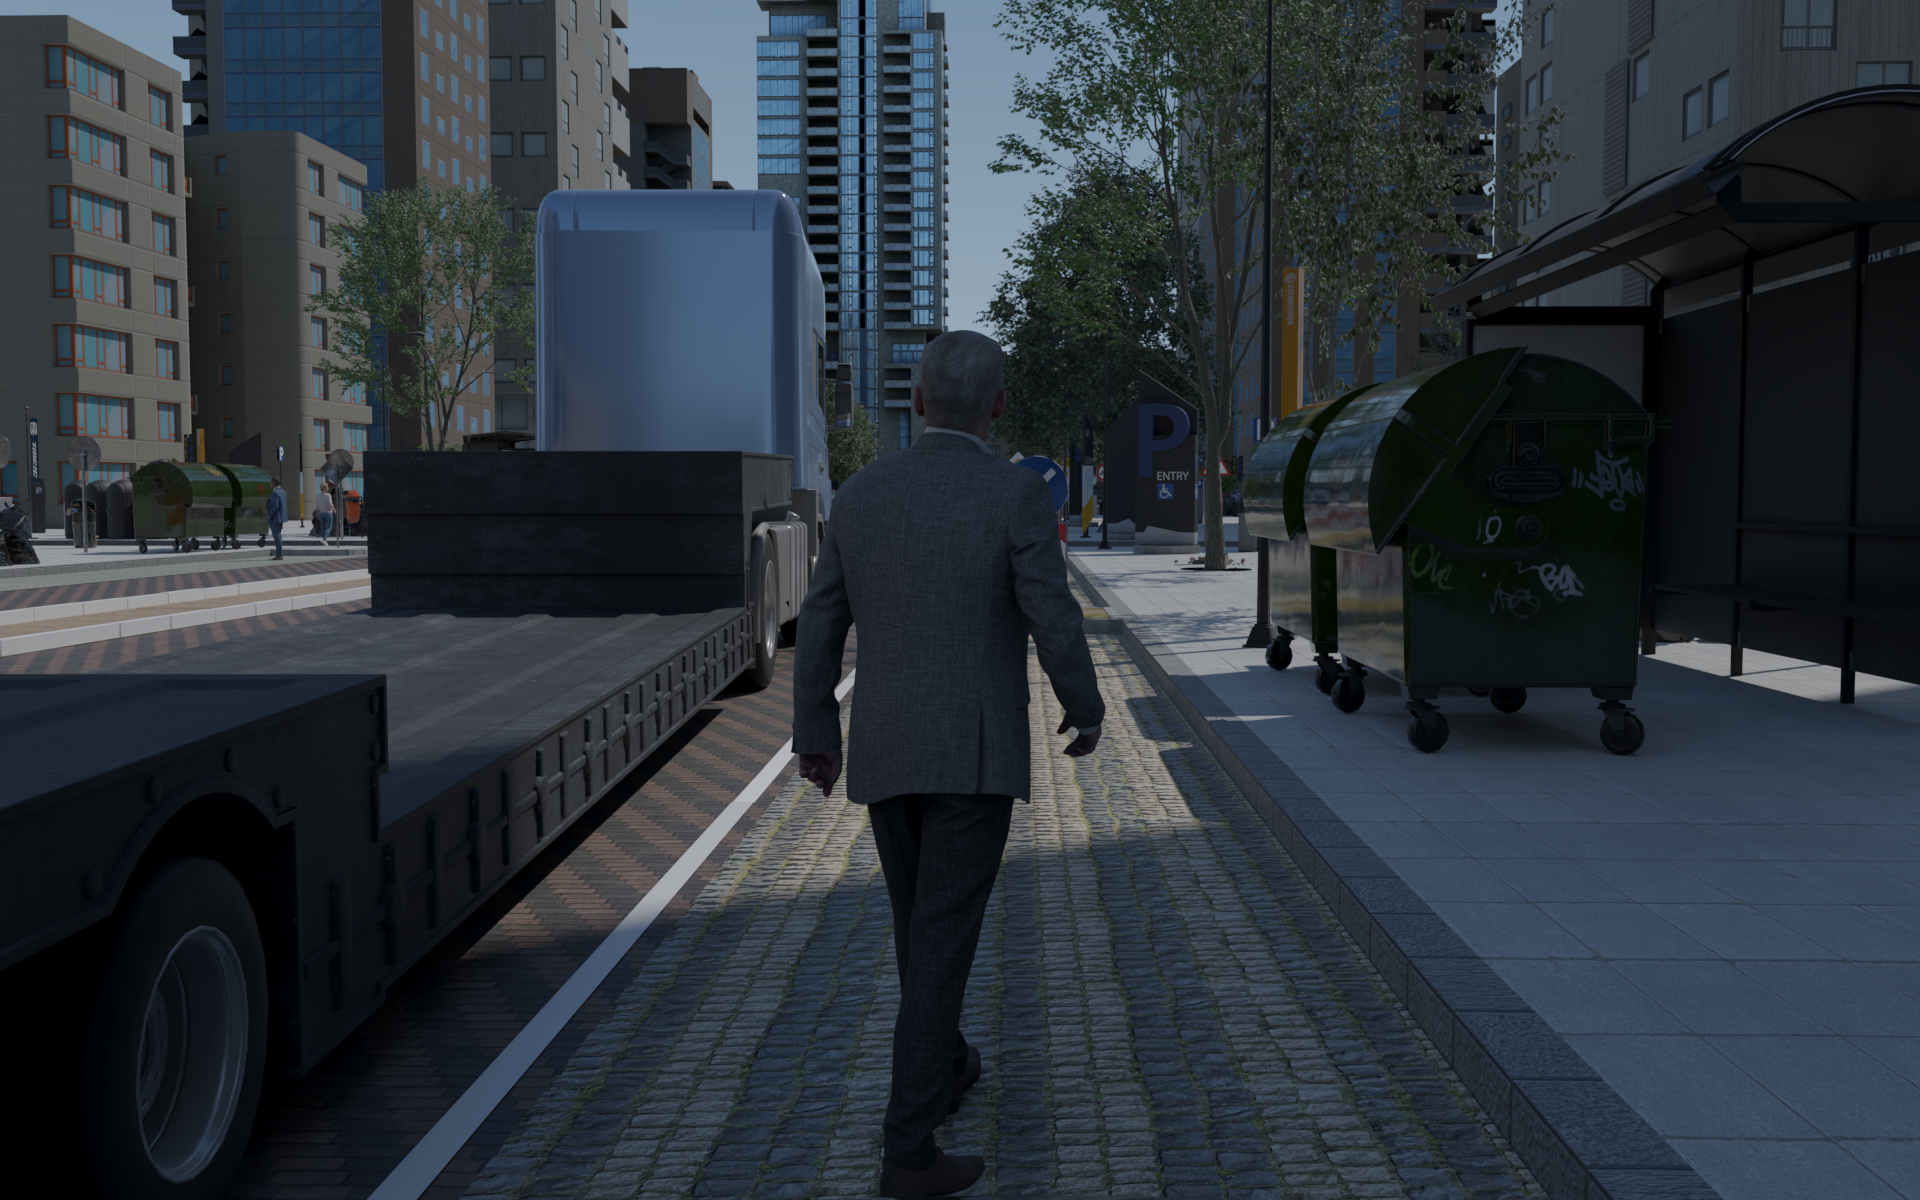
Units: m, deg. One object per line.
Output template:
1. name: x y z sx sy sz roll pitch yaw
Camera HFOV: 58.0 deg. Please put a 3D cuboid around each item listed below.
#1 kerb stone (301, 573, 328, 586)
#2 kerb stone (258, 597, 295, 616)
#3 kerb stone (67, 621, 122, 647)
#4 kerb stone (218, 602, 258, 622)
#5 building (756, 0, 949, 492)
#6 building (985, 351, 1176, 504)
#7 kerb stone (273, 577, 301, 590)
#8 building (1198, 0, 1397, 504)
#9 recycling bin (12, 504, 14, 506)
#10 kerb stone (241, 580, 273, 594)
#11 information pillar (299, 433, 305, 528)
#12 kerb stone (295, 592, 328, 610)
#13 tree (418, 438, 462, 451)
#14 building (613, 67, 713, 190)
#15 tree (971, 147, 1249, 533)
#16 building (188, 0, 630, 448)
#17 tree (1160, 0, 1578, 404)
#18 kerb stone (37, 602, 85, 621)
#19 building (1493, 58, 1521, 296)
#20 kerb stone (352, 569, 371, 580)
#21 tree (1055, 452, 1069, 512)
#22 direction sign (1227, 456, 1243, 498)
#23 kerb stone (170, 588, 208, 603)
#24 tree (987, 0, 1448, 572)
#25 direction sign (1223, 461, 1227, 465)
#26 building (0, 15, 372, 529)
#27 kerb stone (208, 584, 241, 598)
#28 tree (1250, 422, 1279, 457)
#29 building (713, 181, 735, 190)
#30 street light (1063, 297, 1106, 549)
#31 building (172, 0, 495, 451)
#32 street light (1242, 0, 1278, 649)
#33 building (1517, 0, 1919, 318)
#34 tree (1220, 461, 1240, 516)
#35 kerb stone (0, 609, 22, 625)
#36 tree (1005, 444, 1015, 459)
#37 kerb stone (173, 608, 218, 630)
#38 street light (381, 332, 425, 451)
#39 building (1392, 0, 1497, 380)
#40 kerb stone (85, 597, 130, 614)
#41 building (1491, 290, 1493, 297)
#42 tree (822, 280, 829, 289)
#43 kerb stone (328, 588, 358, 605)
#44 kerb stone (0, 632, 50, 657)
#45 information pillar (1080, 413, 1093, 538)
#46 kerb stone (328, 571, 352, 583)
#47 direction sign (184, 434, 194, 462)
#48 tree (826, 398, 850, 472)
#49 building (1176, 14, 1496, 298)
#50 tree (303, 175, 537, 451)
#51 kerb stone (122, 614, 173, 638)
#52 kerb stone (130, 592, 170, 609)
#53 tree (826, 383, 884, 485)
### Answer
1. kerb stone: -10.191 -0.299 27.092 0.120 0.150 1.000 0 4 2
2. kerb stone: -8.290 0.085 20.802 0.120 0.150 1.000 0 4 2
3. kerb stone: -8.427 0.337 16.707 0.120 0.150 1.000 0 4 2
4. kerb stone: -8.324 0.153 19.776 0.120 0.150 1.000 0 4 2
5. building: -14.538 -56.176 231.142 31.000 86.520 22.319 0 4 2
6. building: 16.033 -23.836 234.751 28.899 21.520 27.650 0 4 2
7. kerb stone: -10.224 -0.236 26.062 0.120 0.150 1.000 0 4 2
8. building: 28.349 -30.563 149.819 14.600 45.320 14.200 0 4 2
9. recycling bin: -23.389 -1.800 41.991 0.722 1.027 0.722 -1 4 -17
10. kerb stone: -10.249 -0.173 25.035 0.120 0.150 1.000 0 4 2
11. information pillar: -25.115 -4.567 66.031 0.183 3.616 0.504 -1 4 -23
12. kerb stone: -8.258 0.022 21.832 0.120 0.150 1.000 0 4 2
13. tree: -28.934 -6.910 96.693 4.285 4.588 4.351 0 3 0
14. building: -33.835 -32.394 179.749 14.200 45.320 14.600 0 4 2
15. tree: 4.936 -8.591 57.475 9.611 12.733 9.660 0 3 0
16. building: -41.969 -33.570 138.107 28.713 52.752 27.495 0 4 2
17. tree: 4.198 -4.173 18.587 4.360 8.622 3.978 0 3 0
18. kerb stone: -10.416 0.139 19.917 0.120 0.150 1.000 0 4 2
19. building: 66.700 -33.578 172.698 21.600 48.544 21.300 0 4 2
20. kerb stone: -10.126 -0.424 29.134 0.120 0.150 1.000 0 4 2
21. tree: 5.656 -8.725 93.016 4.737 8.622 4.395 0 3 0
22. direction sign: 16.342 -6.731 102.051 0.379 3.537 0.876 -3 4 -37
23. kerb stone: -10.317 -0.048 22.992 0.120 0.150 1.000 0 4 2
24. tree: 4.290 -6.304 28.829 9.928 11.665 9.643 0 3 0
25. direction sign: 18.287 -7.678 117.537 0.876 3.537 0.379 0 4 -6
26. building: -45.501 -14.227 77.657 27.650 21.520 28.899 0 4 2
27. kerb stone: -10.286 -0.102 24.014 0.120 0.150 1.000 0 4 2
28. tree: 13.617 -5.389 71.822 4.285 4.588 4.351 0 3 0
29. building: -44.580 -35.451 234.255 28.867 44.769 22.147 0 4 2
30. street light: 2.833 -4.137 40.188 1.470 5.913 1.316 0 4 2
31. building: -37.757 -27.895 106.197 14.600 45.320 14.200 0 4 2
32. street light: 2.006 -2.559 14.386 1.470 5.913 1.316 0 4 2
33. building: 40.894 -29.626 73.623 27.495 52.752 28.713 0 4 2
34. tree: 15.234 -6.476 100.480 1.663 3.219 1.824 0 3 0
35. kerb stone: -10.445 0.204 18.893 0.120 0.150 1.000 0 4 2
36. tree: 9.475 -17.995 200.868 9.857 13.997 8.962 0 3 0
37. kerb stone: -8.353 0.211 18.754 0.120 0.150 1.000 0 4 2
38. street light: -16.010 -4.722 49.753 1.470 5.913 1.316 0 4 2
39. building: 26.509 -28.456 115.368 14.600 45.320 14.200 0 4 2
40. kerb stone: -10.385 0.080 20.946 0.120 0.150 1.000 0 4 2
41. building: 65.015 -27.822 226.585 14.107 30.474 14.160 0 4 2
42. tree: -16.076 -16.506 125.768 12.611 20.169 13.585 0 3 0
43. kerb stone: -8.221 -0.035 22.854 0.120 0.150 1.000 0 4 2
44. kerb stone: -8.447 0.398 15.685 0.120 0.150 1.000 0 4 2
45. information pillar: 3.723 -3.621 50.558 0.183 3.616 0.504 2 4 35
46. kerb stone: -10.159 -0.362 28.113 0.120 0.150 1.000 0 4 2
47. direction sign: -29.089 -4.489 65.385 0.379 3.537 0.876 -3 5 -43
48. tree: -13.562 -13.525 155.545 8.767 10.594 7.601 1 4 11
49. building: 35.960 -35.546 170.421 28.713 52.752 27.495 0 4 2
50. tree: -16.792 -7.937 55.532 9.928 11.665 9.643 0 3 0
51. kerb stone: -8.390 0.273 17.732 0.120 0.150 1.000 0 4 2
52. kerb stone: -10.355 0.022 21.970 0.120 0.150 1.000 0 4 2
53. tree: -13.384 -15.369 168.287 9.611 12.733 9.660 0 3 0
